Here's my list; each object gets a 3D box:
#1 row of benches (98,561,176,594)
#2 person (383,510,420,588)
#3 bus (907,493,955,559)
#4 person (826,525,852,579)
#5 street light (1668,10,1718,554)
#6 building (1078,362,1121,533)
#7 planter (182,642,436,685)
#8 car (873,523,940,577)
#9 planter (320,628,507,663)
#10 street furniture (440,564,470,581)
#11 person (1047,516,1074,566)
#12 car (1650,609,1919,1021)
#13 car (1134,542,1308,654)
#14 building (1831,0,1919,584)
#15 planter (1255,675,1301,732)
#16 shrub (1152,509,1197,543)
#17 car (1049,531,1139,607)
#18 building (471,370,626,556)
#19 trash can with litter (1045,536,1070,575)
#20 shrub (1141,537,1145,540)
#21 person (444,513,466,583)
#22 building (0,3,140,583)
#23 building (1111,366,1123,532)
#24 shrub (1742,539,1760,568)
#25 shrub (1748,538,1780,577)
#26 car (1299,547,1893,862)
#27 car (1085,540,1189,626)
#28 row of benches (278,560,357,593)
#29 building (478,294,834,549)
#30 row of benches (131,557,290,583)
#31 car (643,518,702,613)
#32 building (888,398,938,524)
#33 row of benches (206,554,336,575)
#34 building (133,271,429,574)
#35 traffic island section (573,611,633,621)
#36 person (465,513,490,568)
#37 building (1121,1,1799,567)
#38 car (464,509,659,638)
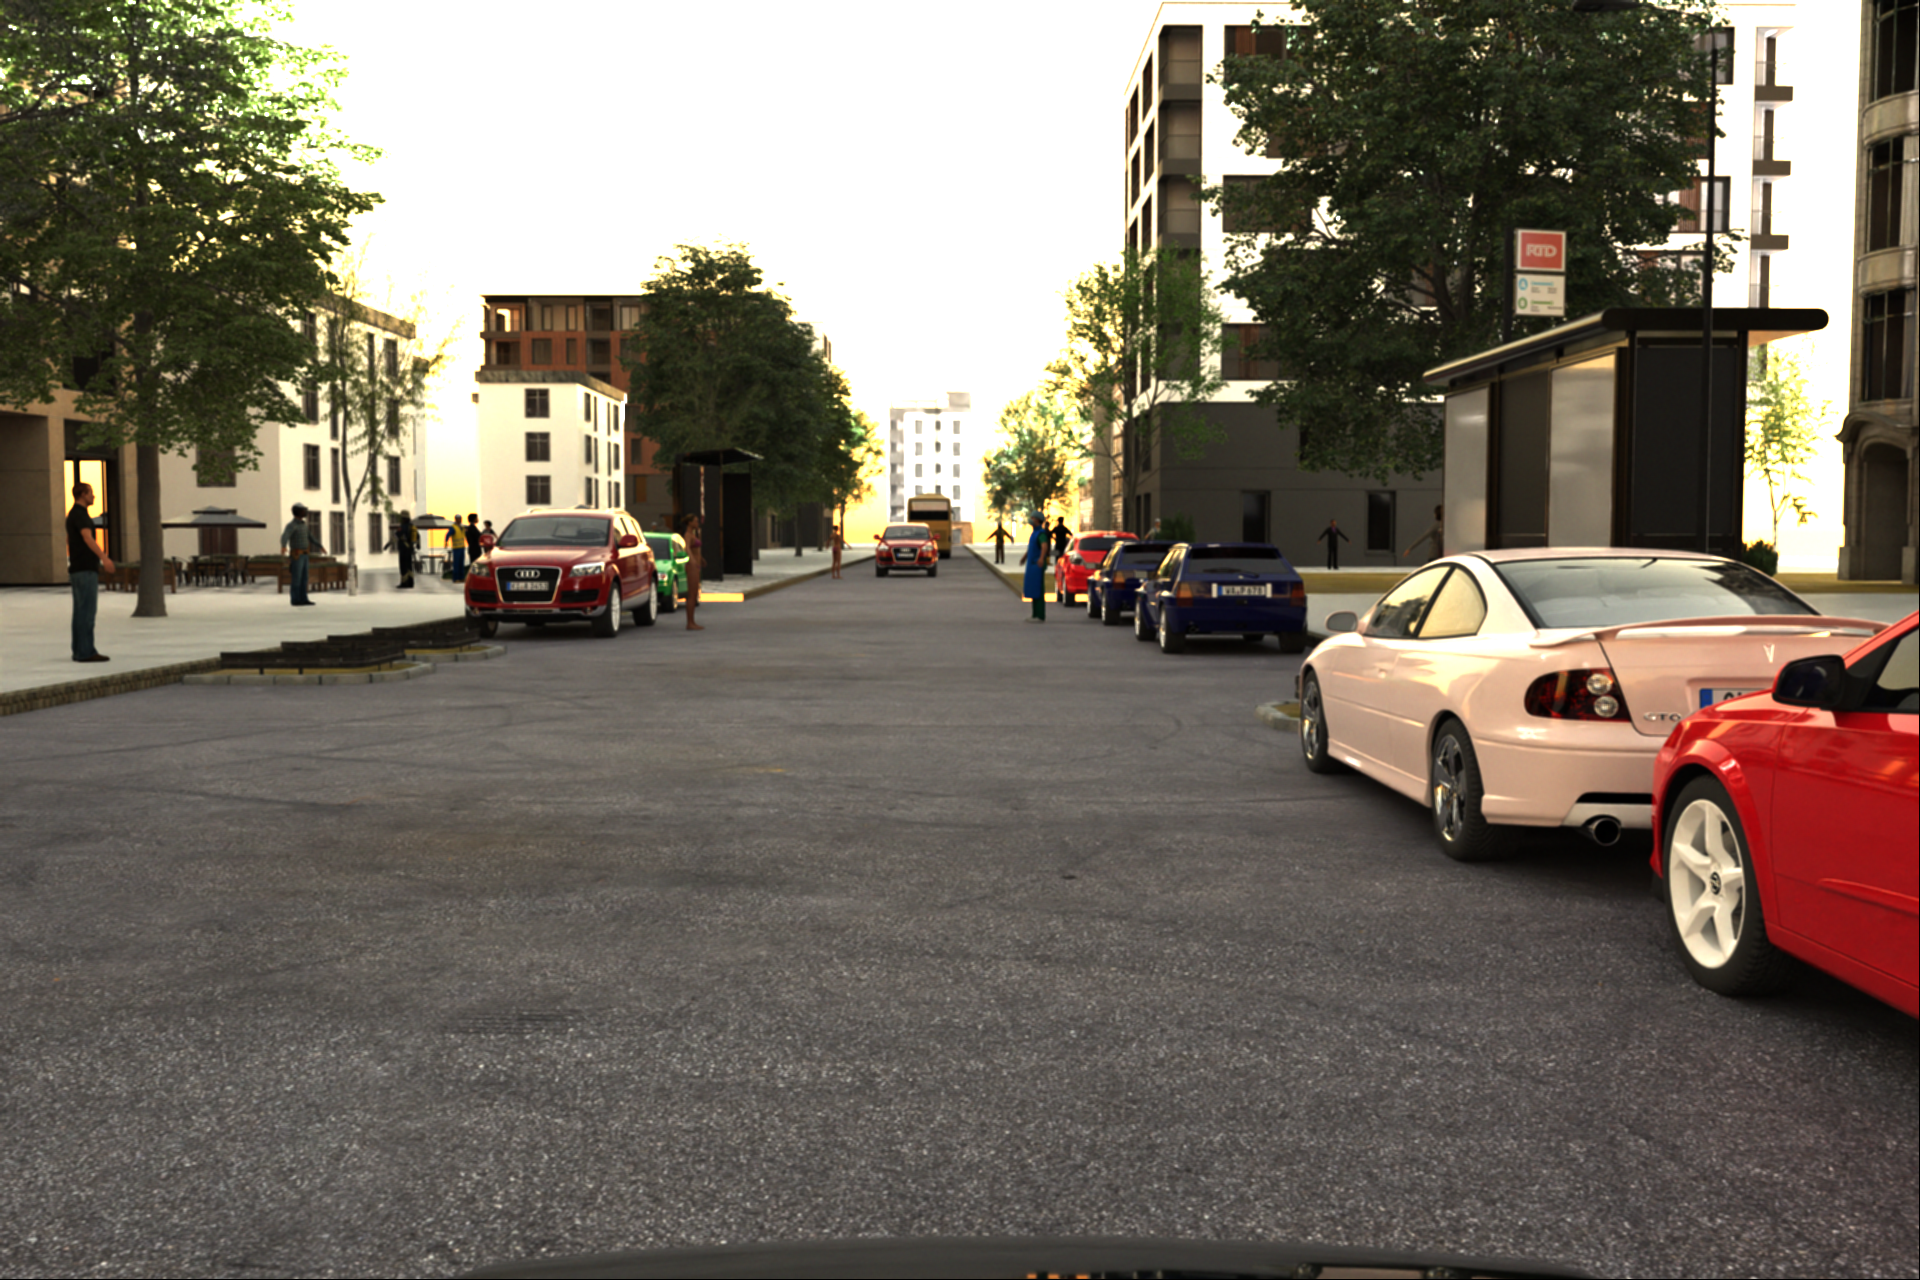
[{"bbox_3d":[-18.393,-1.413,38.571,1.422,0.672,4.104,-3,5,-41],"label":"row of benches"},{"bbox_3d":[-13.148,-2.155,41.015,0.705,1.856,1.354,1,4,17],"label":"person"},{"bbox_3d":[-1.761,-6.897,104.305,2.896,3.916,12.252,0,3,0],"label":"bus"},{"bbox_3d":[-3.922,-2.851,55.873,0.721,1.733,1.217,-3,5,-44],"label":"person"},{"bbox_3d":[7.064,-2.604,15.118,1.470,5.913,1.316,0,4,0],"label":"street light"},{"bbox_3d":[22.311,-21.316,179.437,19.493,23.208,18.063,0,4,-1],"label":"building"},{"bbox_3d":[-6.418,0.226,17.437,1.991,0.319,1.994,0,4,-1],"label":"planter"},{"bbox_3d":[-1.808,-3.107,59.473,2.281,1.827,5.304,0,4,0],"label":"car"},{"bbox_3d":[-6.404,0.057,20.210,1.991,0.319,1.994,0,4,-1],"label":"planter"},{"bbox_3d":[-11.922,-2.205,51.679,5.734,0.657,10.072,0,4,2],"label":"street furniture"},{"bbox_3d":[2.954,-2.704,50.392,1.347,1.806,0.705,2,4,31],"label":"person"},{"bbox_3d":[3.237,0.300,4.131,2.155,1.783,4.494,0,4,-1],"label":"car"},{"bbox_3d":[3.253,-0.583,22.107,1.945,1.354,3.894,0,4,-1],"label":"car"},{"bbox_3d":[29.002,-12.878,27.201,14.369,24.946,33.146,0,4,0],"label":"building"},{"bbox_3d":[3.300,0.487,13.174,1.991,0.319,1.994,0,3,0],"label":"planter"},{"bbox_3d":[6.921,-3.132,55.250,1.661,2.075,1.752,0,3,0],"label":"shrub"},{"bbox_3d":[2.928,-1.622,35.567,2.155,1.783,4.494,0,3,0],"label":"car"},{"bbox_3d":[-24.389,-9.839,103.013,9.099,9.664,28.070,0,4,-1],"label":"building"},{"bbox_3d":[3.283,-2.609,53.723,1.678,1.210,2.233,0,4,-1],"label":"trash can with litter"},{"bbox_3d":[5.590,-2.529,52.468,1.383,1.207,1.383,0,3,0],"label":"shrub"},{"bbox_3d":[-13.150,-2.418,45.505,0.705,1.833,1.349,1,4,22],"label":"person"},{"bbox_3d":[-31.519,-13.774,28.406,19.350,26.588,34.151,0,4,0],"label":"building"},{"bbox_3d":[24.148,-20.133,160.111,19.493,23.208,18.063,0,4,0],"label":"building"},{"bbox_3d":[19.167,-1.934,42.733,1.383,1.207,1.383,0,3,0],"label":"shrub"},{"bbox_3d":[22.481,-2.293,48.608,1.383,1.207,1.383,0,3,0],"label":"shrub"},{"bbox_3d":[3.048,0.208,8.968,2.083,1.381,4.827,0,4,-1],"label":"car"},{"bbox_3d":[3.074,-0.973,28.483,1.945,1.354,3.894,0,4,-1],"label":"car"},{"bbox_3d":[-14.584,-1.461,39.352,1.422,0.672,4.104,0,4,-4],"label":"row of benches"},{"bbox_3d":[-27.057,-19.585,164.182,27.936,21.610,32.646,0,3,0],"label":"building"},{"bbox_3d":[-19.539,-1.835,45.467,4.104,0.672,1.422,0,4,-1],"label":"row of benches"},{"bbox_3d":[-6.057,-1.478,32.962,1.959,1.807,4.718,0,3,0],"label":"car"},{"bbox_3d":[-9.330,-22.865,232.715,11.380,20.090,16.016,0,4,-3],"label":"building"},{"bbox_3d":[-21.775,-2.390,54.539,4.104,0.672,1.422,0,4,3],"label":"row of benches"},{"bbox_3d":[-26.296,-7.788,69.480,9.099,9.664,28.070,0,3,0],"label":"building"},{"bbox_3d":[-6.488,-0.406,29.499,1.991,0.108,1.994,0,4,0],"label":"traffic island section"},{"bbox_3d":[-10.438,-1.883,37.503,0.721,1.740,1.216,-2,4,-33],"label":"person"},{"bbox_3d":[21.507,-14.638,83.301,27.936,21.610,32.646,0,4,-1],"label":"building"},{"bbox_3d":[-5.779,-1.036,25.607,2.281,1.827,5.304,0,4,-1],"label":"car"}]
